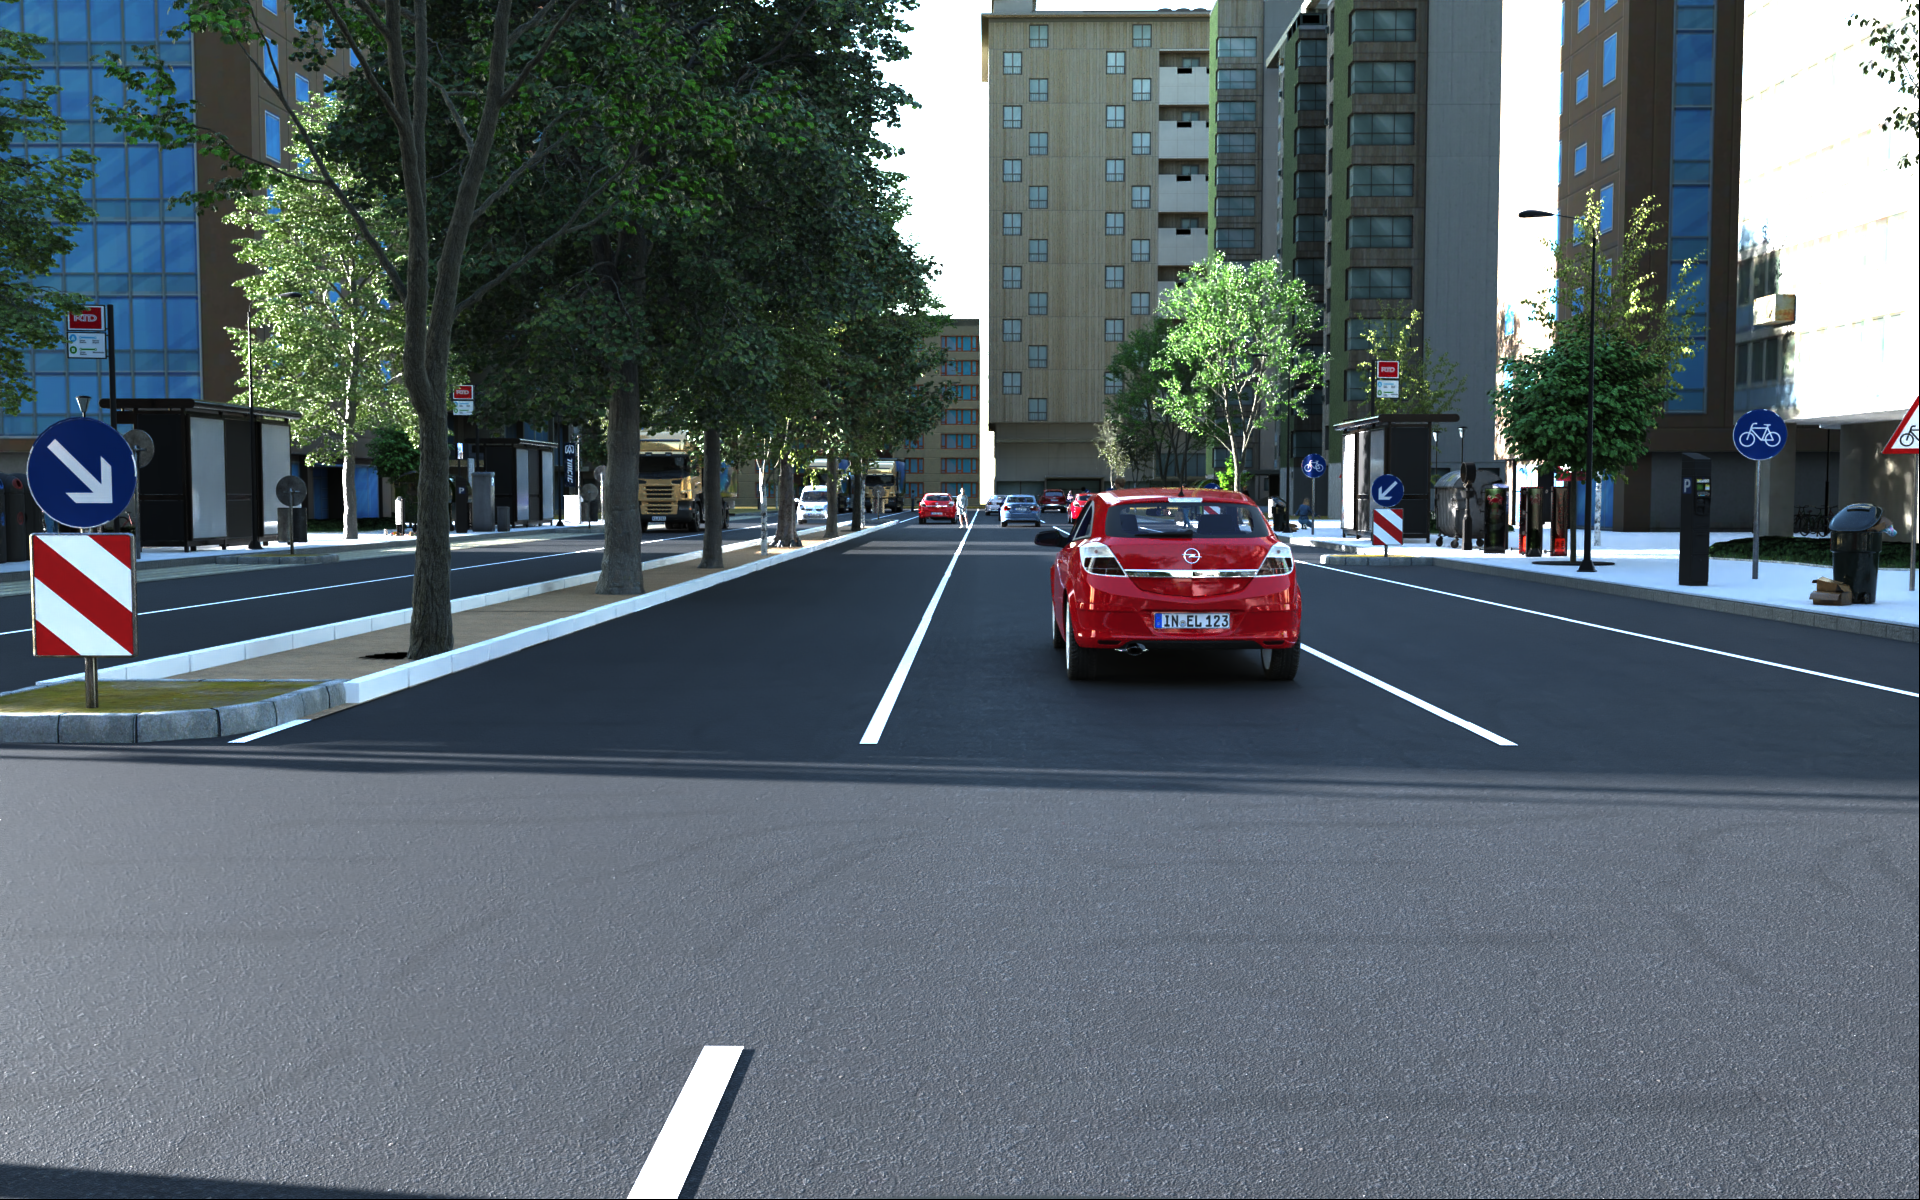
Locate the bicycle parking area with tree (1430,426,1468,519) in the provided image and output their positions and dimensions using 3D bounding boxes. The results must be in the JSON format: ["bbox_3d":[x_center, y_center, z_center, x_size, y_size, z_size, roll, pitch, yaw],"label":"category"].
[{"bbox_3d":[21.664,-5.456,76.206,9.016,4.147,8.231,1,4,17],"label":"bicycle parking area with tree"}]

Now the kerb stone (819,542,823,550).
[{"bbox_3d":[-3.667,-1.332,44.056,0.120,0.150,1.000,0,4,1],"label":"kerb stone"}]

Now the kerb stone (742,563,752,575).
[{"bbox_3d":[-3.868,-0.514,30.721,0.120,0.150,1.000,0,4,1],"label":"kerb stone"}]

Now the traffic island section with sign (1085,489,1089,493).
[{"bbox_3d":[10.054,-8.030,139.918,1.989,1.847,2.006,0,4,1],"label":"traffic island section with sign"}]

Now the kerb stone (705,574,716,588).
[{"bbox_3d":[-3.925,-0.268,26.617,0.120,0.150,1.000,0,4,1],"label":"kerb stone"}]

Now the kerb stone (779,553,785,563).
[{"bbox_3d":[-3.801,-0.835,35.848,0.120,0.150,1.000,0,4,1],"label":"kerb stone"}]

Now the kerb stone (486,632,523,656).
[{"bbox_3d":[-4.088,0.418,15.357,0.120,0.150,1.000,0,4,1],"label":"kerb stone"}]

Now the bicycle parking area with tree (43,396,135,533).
[{"bbox_3d":[-27.812,-3.972,51.946,8.231,4.147,9.016,3,5,39],"label":"bicycle parking area with tree"}]

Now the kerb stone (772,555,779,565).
[{"bbox_3d":[-3.807,-0.770,34.826,0.120,0.150,1.000,0,4,1],"label":"kerb stone"}]

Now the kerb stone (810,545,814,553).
[{"bbox_3d":[-3.705,-1.211,41.999,0.120,0.150,1.000,0,4,1],"label":"kerb stone"}]

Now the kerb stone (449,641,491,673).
[{"bbox_3d":[-4.103,0.481,14.335,0.120,0.150,1.000,0,4,1],"label":"kerb stone"}]

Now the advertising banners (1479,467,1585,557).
[{"bbox_3d":[12.176,-2.494,36.962,2.074,3.025,0.090,2,4,29],"label":"advertising banners"}]

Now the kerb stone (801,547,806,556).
[{"bbox_3d":[-3.727,-1.086,39.944,0.120,0.150,1.000,0,4,1],"label":"kerb stone"}]

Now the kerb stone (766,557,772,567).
[{"bbox_3d":[-3.833,-0.707,33.799,0.120,0.150,1.000,0,4,1],"label":"kerb stone"}]

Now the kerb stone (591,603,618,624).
[{"bbox_3d":[-4.033,0.168,19.451,0.120,0.150,1.000,0,4,1],"label":"kerb stone"}]

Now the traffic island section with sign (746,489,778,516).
[{"bbox_3d":[-12.959,-6.421,113.611,1.989,1.847,2.006,0,4,1],"label":"traffic island section with sign"}]

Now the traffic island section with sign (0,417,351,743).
[{"bbox_3d":[-5.192,-0.170,10.915,2.006,1.907,1.989,0,4,1],"label":"traffic island section with sign"}]

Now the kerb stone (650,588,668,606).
[{"bbox_3d":[-3.987,-0.018,22.526,0.120,0.150,1.000,0,4,1],"label":"kerb stone"}]

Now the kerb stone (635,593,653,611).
[{"bbox_3d":[-3.999,0.045,21.504,0.120,0.150,1.000,0,4,1],"label":"kerb stone"}]

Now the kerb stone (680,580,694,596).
[{"bbox_3d":[-3.955,-0.145,24.572,0.120,0.150,1.000,0,4,1],"label":"kerb stone"}]

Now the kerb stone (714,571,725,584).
[{"bbox_3d":[-3.920,-0.333,27.648,0.120,0.150,1.000,0,4,1],"label":"kerb stone"}]

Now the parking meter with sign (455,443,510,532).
[{"bbox_3d":[-16.282,-3.847,59.158,1.738,3.016,0.543,0,4,3],"label":"parking meter with sign"}]

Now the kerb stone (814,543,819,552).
[{"bbox_3d":[-3.686,-1.273,43.028,0.120,0.150,1.000,0,4,1],"label":"kerb stone"}]

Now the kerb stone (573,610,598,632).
[{"bbox_3d":[-4.047,0.237,18.427,0.120,0.150,1.000,0,4,1],"label":"kerb stone"}]

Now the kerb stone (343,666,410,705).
[{"bbox_3d":[-4.143,0.608,12.283,0.120,0.150,1.000,0,4,1],"label":"kerb stone"}]

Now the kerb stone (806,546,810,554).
[{"bbox_3d":[-3.715,-1.146,40.967,0.120,0.150,1.000,0,4,1],"label":"kerb stone"}]

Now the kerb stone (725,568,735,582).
[{"bbox_3d":[-3.898,-0.394,28.674,0.120,0.150,1.000,0,4,1],"label":"kerb stone"}]

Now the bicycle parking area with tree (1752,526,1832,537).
[{"bbox_3d":[29.410,-4.072,53.576,8.231,4.147,9.016,1,4,14],"label":"bicycle parking area with tree"}]

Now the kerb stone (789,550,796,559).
[{"bbox_3d":[-3.766,-0.960,37.892,0.120,0.150,1.000,0,4,1],"label":"kerb stone"}]

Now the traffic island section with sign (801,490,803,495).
[{"bbox_3d":[-12.565,-8.069,140.563,1.989,1.847,2.006,0,4,1],"label":"traffic island section with sign"}]

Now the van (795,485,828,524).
[{"bbox_3d":[-6.882,-4.659,83.181,2.013,2.044,4.112,0,4,-1],"label":"van"}]

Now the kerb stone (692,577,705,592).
[{"bbox_3d":[-3.942,-0.208,25.595,0.120,0.150,1.000,0,4,1],"label":"kerb stone"}]

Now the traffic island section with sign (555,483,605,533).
[{"bbox_3d":[-13.690,-3.366,63.665,1.989,1.847,2.006,0,4,1],"label":"traffic island section with sign"}]

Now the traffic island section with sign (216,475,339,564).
[{"bbox_3d":[-14.096,-1.676,36.036,1.989,1.847,2.006,0,4,1],"label":"traffic island section with sign"}]

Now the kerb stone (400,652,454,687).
[{"bbox_3d":[-4.123,0.543,13.313,0.120,0.150,1.000,0,4,1],"label":"kerb stone"}]

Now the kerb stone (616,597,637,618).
[{"bbox_3d":[-4.014,0.105,20.475,0.120,0.150,1.000,0,4,1],"label":"kerb stone"}]

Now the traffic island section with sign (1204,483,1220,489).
[{"bbox_3d":[8.912,-3.309,62.722,1.989,1.847,2.006,0,4,1],"label":"traffic island section with sign"}]

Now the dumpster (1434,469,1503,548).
[{"bbox_3d":[12.198,-2.187,41.517,1.264,1.857,1.865,0,4,1],"label":"dumpster"}]

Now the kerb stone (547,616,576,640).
[{"bbox_3d":[-4.061,0.293,17.403,0.120,0.150,1.000,0,4,1],"label":"kerb stone"}]

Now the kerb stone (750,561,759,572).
[{"bbox_3d":[-3.860,-0.582,31.744,0.120,0.150,1.000,0,4,1],"label":"kerb stone"}]

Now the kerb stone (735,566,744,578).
[{"bbox_3d":[-3.882,-0.453,29.699,0.120,0.150,1.000,0,4,1],"label":"kerb stone"}]

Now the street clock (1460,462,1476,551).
[{"bbox_3d":[11.533,-2.127,39.350,0.358,2.002,0.471,0,3,0],"label":"street clock"}]

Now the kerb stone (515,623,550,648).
[{"bbox_3d":[-4.087,0.356,16.379,0.120,0.150,1.000,0,4,1],"label":"kerb stone"}]

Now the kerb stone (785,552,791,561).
[{"bbox_3d":[-3.775,-0.898,36.870,0.120,0.150,1.000,0,4,1],"label":"kerb stone"}]

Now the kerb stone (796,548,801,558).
[{"bbox_3d":[-3.748,-1.023,38.914,0.120,0.150,1.000,0,4,1],"label":"kerb stone"}]

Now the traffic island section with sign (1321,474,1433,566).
[{"bbox_3d":[8.513,-1.653,35.655,1.989,1.847,2.006,0,4,1],"label":"traffic island section with sign"}]

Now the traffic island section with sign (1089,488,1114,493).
[{"bbox_3d":[9.654,-6.372,112.802,1.989,1.847,2.006,0,4,1],"label":"traffic island section with sign"}]

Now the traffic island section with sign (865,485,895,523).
[{"bbox_3d":[-4.097,-4.765,86.045,2.006,1.907,1.989,0,4,1],"label":"traffic island section with sign"}]

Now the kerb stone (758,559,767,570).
[{"bbox_3d":[-3.833,-0.647,32.773,0.120,0.150,1.000,0,4,1],"label":"kerb stone"}]

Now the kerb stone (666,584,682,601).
[{"bbox_3d":[-3.970,-0.083,23.550,0.120,0.150,1.000,0,4,1],"label":"kerb stone"}]
